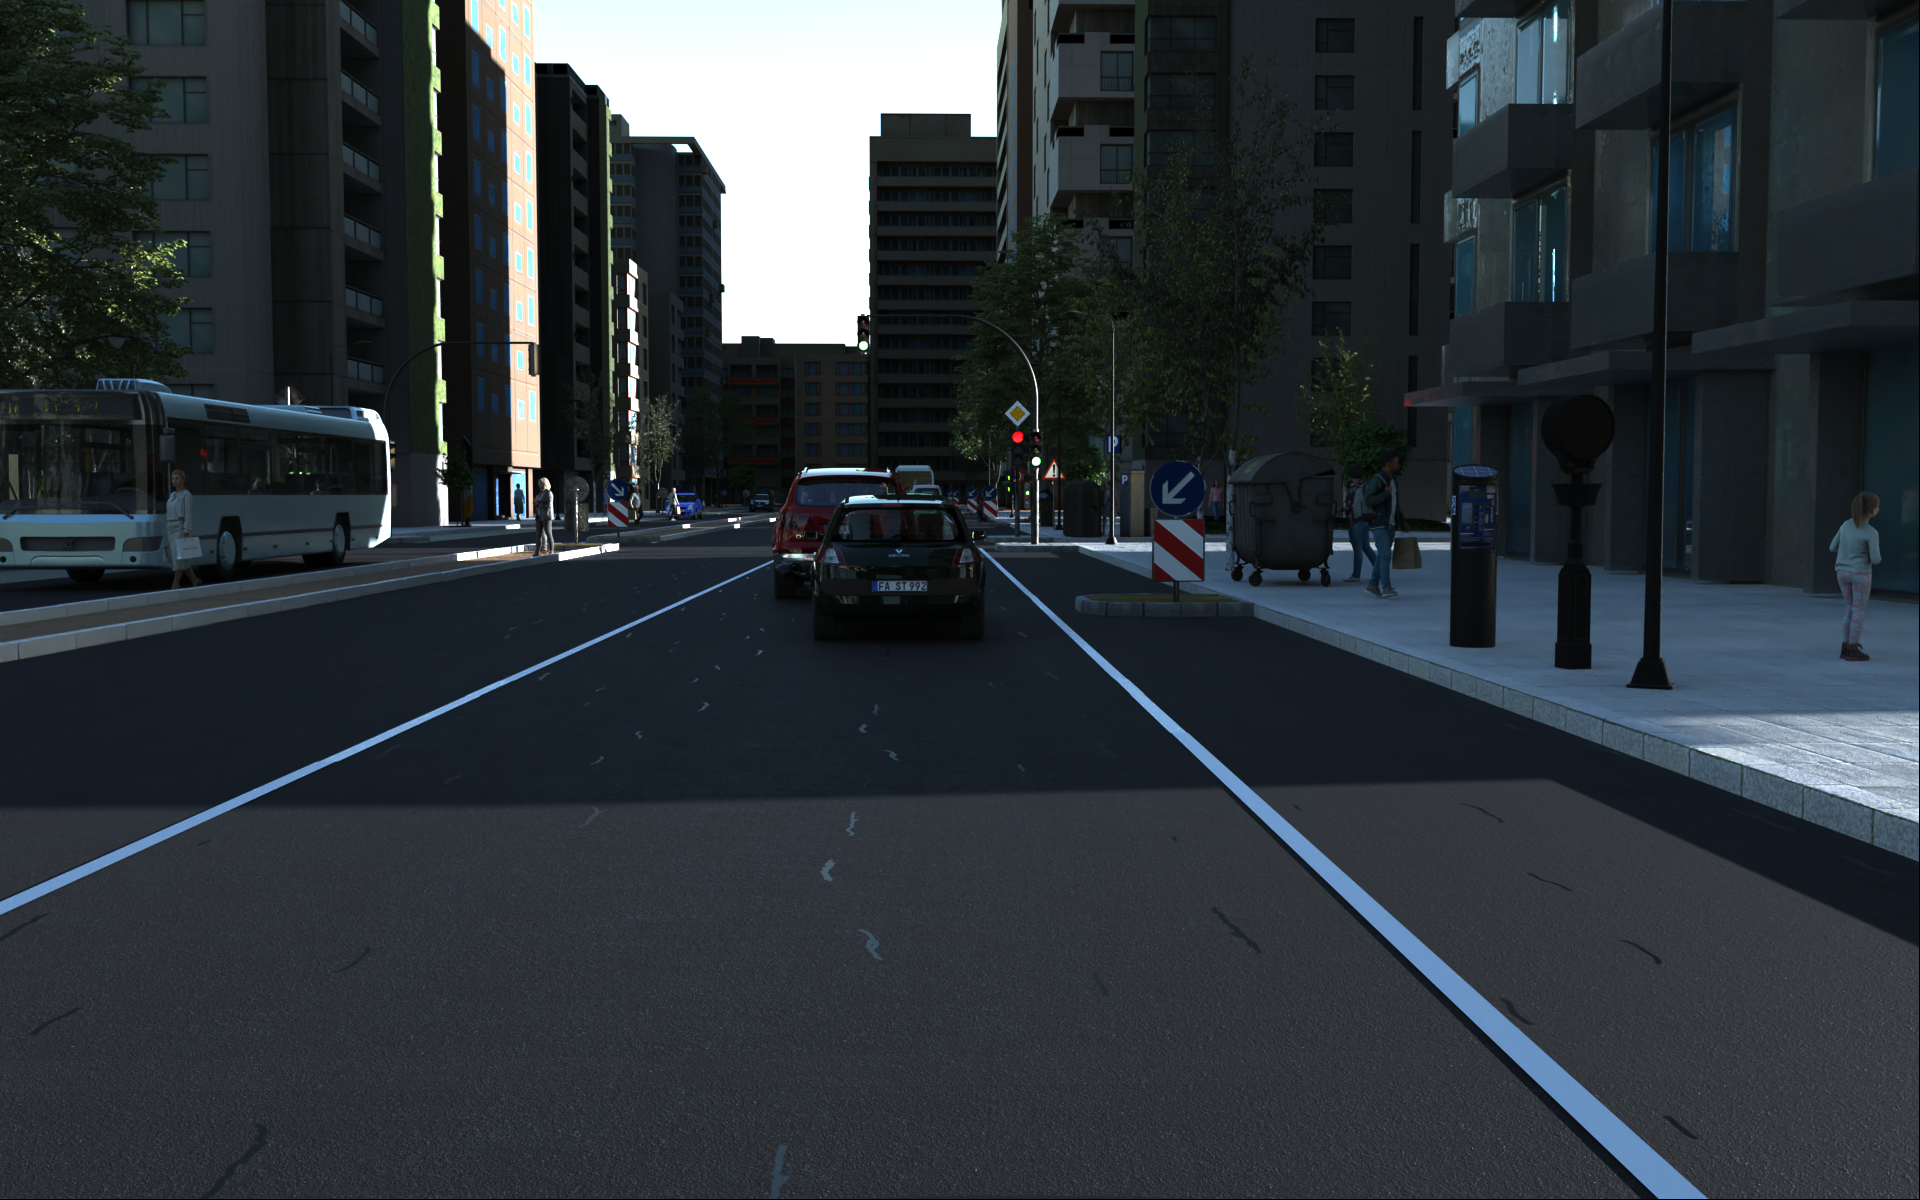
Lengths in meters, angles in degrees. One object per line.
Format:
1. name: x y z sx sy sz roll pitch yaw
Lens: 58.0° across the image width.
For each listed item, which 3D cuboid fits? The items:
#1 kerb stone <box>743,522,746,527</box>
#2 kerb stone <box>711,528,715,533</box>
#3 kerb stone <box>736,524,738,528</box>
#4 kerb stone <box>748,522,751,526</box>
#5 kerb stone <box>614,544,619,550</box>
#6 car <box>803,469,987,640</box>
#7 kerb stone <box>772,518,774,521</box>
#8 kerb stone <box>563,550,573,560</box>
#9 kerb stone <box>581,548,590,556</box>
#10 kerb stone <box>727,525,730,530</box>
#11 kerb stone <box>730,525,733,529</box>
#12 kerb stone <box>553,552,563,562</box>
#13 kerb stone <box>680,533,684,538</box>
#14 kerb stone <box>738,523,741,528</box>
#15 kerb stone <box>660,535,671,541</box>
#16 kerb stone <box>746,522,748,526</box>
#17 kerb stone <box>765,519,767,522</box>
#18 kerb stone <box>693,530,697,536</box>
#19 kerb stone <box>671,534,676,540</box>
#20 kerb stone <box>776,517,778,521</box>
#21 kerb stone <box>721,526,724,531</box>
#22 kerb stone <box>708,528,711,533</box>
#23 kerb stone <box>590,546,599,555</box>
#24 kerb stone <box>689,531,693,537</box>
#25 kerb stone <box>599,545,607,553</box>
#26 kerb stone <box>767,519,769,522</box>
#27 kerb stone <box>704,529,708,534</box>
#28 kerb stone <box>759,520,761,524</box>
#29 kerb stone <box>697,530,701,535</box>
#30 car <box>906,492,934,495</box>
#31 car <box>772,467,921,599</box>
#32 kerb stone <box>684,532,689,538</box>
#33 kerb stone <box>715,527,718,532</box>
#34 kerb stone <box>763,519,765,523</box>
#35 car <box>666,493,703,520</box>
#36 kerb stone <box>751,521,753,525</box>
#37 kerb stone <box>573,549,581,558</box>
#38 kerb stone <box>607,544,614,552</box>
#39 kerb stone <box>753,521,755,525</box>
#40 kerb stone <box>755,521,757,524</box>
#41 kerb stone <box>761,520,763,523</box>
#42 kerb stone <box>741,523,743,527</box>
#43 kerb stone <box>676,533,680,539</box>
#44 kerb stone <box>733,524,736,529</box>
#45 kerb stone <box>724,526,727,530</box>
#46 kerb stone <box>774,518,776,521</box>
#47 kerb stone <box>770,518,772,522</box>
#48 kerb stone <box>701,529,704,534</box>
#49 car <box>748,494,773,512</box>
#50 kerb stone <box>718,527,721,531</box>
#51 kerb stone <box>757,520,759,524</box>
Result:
1. kerb stone: -9.561 -3.257 75.489 0.120 0.150 1.000 0 4 -1
2. kerb stone: -9.306 -2.571 64.235 0.120 0.150 1.000 0 4 -1
3. kerb stone: -9.493 -3.070 72.419 0.120 0.150 1.000 0 4 -1
4. kerb stone: -9.598 -3.385 77.533 0.120 0.150 1.000 0 4 -1
5. kerb stone: -8.852 -1.344 44.176 0.120 0.150 1.000 0 4 -1
6. car: -0.682 -0.529 18.439 2.009 1.686 4.222 0 4 -3
7. kerb stone: -9.872 -4.137 89.832 0.120 0.150 1.000 0 4 -1
8. kerb stone: -8.722 -0.967 38.027 0.120 0.150 1.000 0 4 -1
9. kerb stone: -8.769 -1.094 40.077 0.120 0.150 1.000 0 4 -1
10. kerb stone: -9.424 -2.882 69.350 0.120 0.150 1.000 0 4 -1
11. kerb stone: -9.447 -2.947 70.375 0.120 0.150 1.000 0 4 -1
12. kerb stone: -8.693 -0.906 37.006 0.120 0.150 1.000 0 4 -1
13. kerb stone: -9.125 -2.068 56.022 0.120 0.150 1.000 0 4 -1
14. kerb stone: -9.509 -3.131 73.441 0.120 0.150 1.000 0 4 -1
15. kerb stone: -9.057 -1.881 52.951 0.120 0.150 1.000 0 4 -1
16. kerb stone: -9.584 -3.320 76.511 0.120 0.150 1.000 0 4 -1
17. kerb stone: -9.786 -3.879 85.742 0.120 0.150 1.000 0 4 -1
18. kerb stone: -9.197 -2.257 59.103 0.120 0.150 1.000 0 4 -1
19. kerb stone: -9.075 -1.941 53.974 0.120 0.150 1.000 0 4 -1
20. kerb stone: -9.916 -4.259 91.879 0.120 0.150 1.000 0 4 -1
21. kerb stone: -9.375 -2.759 67.306 0.120 0.150 1.000 0 4 -1
22. kerb stone: -9.291 -2.509 63.213 0.120 0.150 1.000 0 4 -1
23. kerb stone: -8.789 -1.154 41.099 0.120 0.150 1.000 0 4 -1
24. kerb stone: -9.173 -2.195 58.077 0.120 0.150 1.000 0 4 -1
25. kerb stone: -8.809 -1.219 42.121 0.120 0.150 1.000 0 4 -1
26. kerb stone: -9.800 -3.946 86.763 0.120 0.150 1.000 0 4 -1
27. kerb stone: -9.258 -2.440 62.179 0.120 0.150 1.000 0 4 -1
28. kerb stone: -9.722 -3.699 82.667 0.120 0.150 1.000 0 4 -1
29. kerb stone: -9.217 -2.320 60.127 0.120 0.150 1.000 0 4 -1
30. car: -1.175 -1.777 37.848 1.959 1.807 4.718 0 4 0
31. car: -1.630 -1.018 25.323 2.281 1.827 5.304 0 4 -3
32. kerb stone: -9.139 -2.129 57.044 0.120 0.150 1.000 0 4 -1
33. kerb stone: -9.323 -2.634 65.257 0.120 0.150 1.000 0 4 -1
34. kerb stone: -9.766 -3.821 84.712 0.120 0.150 1.000 0 4 -1
35. car: -15.654 -5.432 98.399 1.945 1.707 3.694 0 3 0
36. kerb stone: -9.632 -3.447 78.555 0.120 0.150 1.000 0 4 -1
37. kerb stone: -8.751 -1.031 39.050 0.120 0.150 1.000 0 4 -1
38. kerb stone: -8.833 -1.282 43.155 0.120 0.150 1.000 0 4 -1
39. kerb stone: -9.651 -3.510 79.577 0.120 0.150 1.000 0 4 -1
40. kerb stone: -9.676 -3.573 80.610 0.120 0.150 1.000 0 4 -1
41. kerb stone: -9.738 -3.757 83.690 0.120 0.150 1.000 0 4 -1
42. kerb stone: -9.538 -3.195 74.464 0.120 0.150 1.000 0 4 -1
43. kerb stone: -9.103 -2.006 54.995 0.120 0.150 1.000 0 4 -1
44. kerb stone: -9.470 -3.006 71.397 0.120 0.150 1.000 0 4 -1
45. kerb stone: -9.405 -2.822 68.328 0.120 0.150 1.000 0 4 -1
46. kerb stone: -9.894 -4.191 90.854 0.120 0.150 1.000 0 4 -1
47. kerb stone: -9.849 -4.074 88.808 0.120 0.150 1.000 0 4 -1
48. kerb stone: -9.243 -2.383 61.153 0.120 0.150 1.000 0 4 -1
49. car: -15.997 -7.931 139.459 2.009 1.686 4.222 0 4 -2
50. kerb stone: -9.344 -2.697 66.284 0.120 0.150 1.000 0 4 -1
51. kerb stone: -9.691 -3.635 81.634 0.120 0.150 1.000 0 4 -1
